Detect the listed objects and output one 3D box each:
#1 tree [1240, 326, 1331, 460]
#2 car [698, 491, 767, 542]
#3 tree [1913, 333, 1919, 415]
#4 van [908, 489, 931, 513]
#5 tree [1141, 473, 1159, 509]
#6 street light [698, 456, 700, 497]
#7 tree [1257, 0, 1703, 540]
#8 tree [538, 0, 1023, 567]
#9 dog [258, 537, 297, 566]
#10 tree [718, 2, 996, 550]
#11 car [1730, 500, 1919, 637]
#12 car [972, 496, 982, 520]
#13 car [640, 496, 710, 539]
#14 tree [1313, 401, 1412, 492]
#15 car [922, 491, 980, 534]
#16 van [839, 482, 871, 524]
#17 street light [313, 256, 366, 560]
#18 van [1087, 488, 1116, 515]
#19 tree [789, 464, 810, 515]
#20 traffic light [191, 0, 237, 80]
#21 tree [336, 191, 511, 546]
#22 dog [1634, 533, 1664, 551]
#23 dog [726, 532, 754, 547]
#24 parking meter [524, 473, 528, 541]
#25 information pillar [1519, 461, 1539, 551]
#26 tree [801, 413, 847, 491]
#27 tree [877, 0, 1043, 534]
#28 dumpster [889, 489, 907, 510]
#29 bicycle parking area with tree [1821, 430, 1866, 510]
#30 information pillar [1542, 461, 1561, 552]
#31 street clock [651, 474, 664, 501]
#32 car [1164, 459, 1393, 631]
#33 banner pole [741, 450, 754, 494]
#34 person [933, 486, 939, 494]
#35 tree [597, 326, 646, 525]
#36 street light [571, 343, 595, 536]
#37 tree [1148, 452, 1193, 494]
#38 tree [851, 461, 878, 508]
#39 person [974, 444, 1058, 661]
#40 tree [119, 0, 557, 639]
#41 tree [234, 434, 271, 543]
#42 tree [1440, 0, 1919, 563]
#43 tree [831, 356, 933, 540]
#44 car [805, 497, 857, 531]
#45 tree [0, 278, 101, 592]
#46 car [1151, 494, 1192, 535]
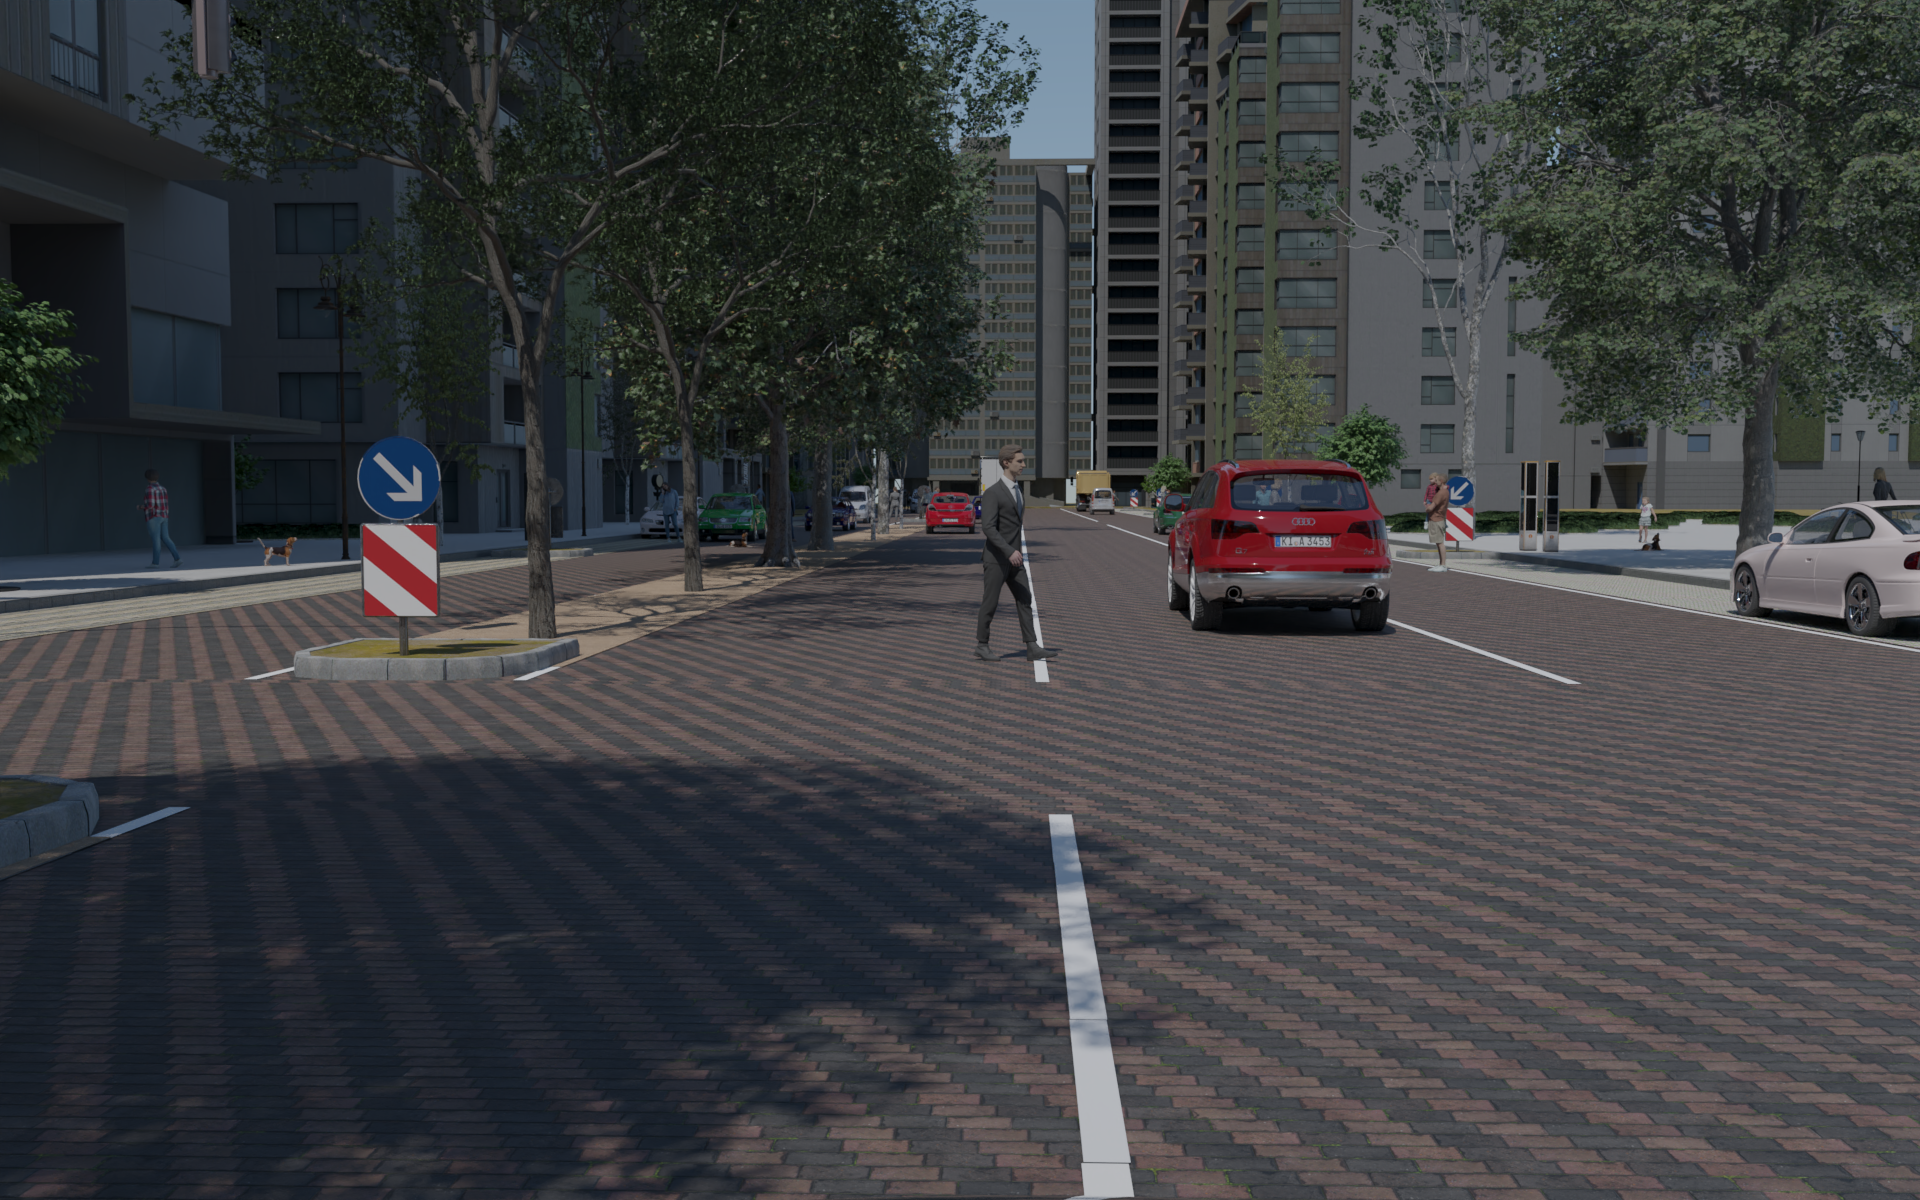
[{"bbox_3d":[14.305,-7.635,75.189,4.737,8.622,4.395,0,3,0],"label":"tree"},{"bbox_3d":[-7.036,-2.744,53.654,1.959,1.807,4.718,0,3,0],"label":"car"},{"bbox_3d":[31.584,-6.287,53.152,4.360,8.622,3.978,0,3,0],"label":"tree"},{"bbox_3d":[-2.907,-7.674,132.476,2.013,2.044,4.112,0,4,1],"label":"van"},{"bbox_3d":[17.272,-9.937,157.068,1.663,3.219,1.824,0,3,0],"label":"tree"},{"bbox_3d":[-10.798,-6.040,71.545,0.468,5.910,1.993,0,4,2],"label":"street light"},{"bbox_3d":[15.031,-11.843,49.523,12.611,20.169,13.585,0,3,0],"label":"tree"},{"bbox_3d":[-3.572,-7.004,33.989,9.611,12.733,9.660,0,3,0],"label":"tree"},{"bbox_3d":[-12.184,-0.863,30.944,0.406,0.507,0.540,2,4,28],"label":"dog"},{"bbox_3d":[-3.545,-8.236,43.770,9.857,13.997,8.962,0,3,0],"label":"tree"},{"bbox_3d":[9.954,-0.381,18.593,2.083,1.381,4.827,0,4,2],"label":"car"},{"bbox_3d":[1.260,-4.412,84.714,1.945,1.354,3.894,0,3,0],"label":"car"},{"bbox_3d":[-9.202,-2.714,56.743,2.083,1.381,4.827,0,4,2],"label":"car"},{"bbox_3d":[14.288,-4.725,60.971,4.285,4.588,4.351,0,3,0],"label":"tree"},{"bbox_3d":[-0.331,-3.336,63.589,2.155,1.783,4.494,0,4,0],"label":"car"},{"bbox_3d":[-5.211,-4.794,85.387,2.013,2.044,4.112,0,4,3],"label":"van"},{"bbox_3d":[-12.042,-3.730,33.775,0.468,5.910,1.993,0,4,2],"label":"street light"},{"bbox_3d":[9.853,-6.920,120.156,2.013,2.044,4.112,0,4,3],"label":"van"},{"bbox_3d":[-10.289,-6.863,106.808,1.663,3.219,1.824,0,3,0],"label":"tree"},{"bbox_3d":[-8.565,-2.446,14.653,4.771,5.953,1.251,0,4,2],"label":"traffic light"},{"bbox_3d":[-12.797,-5.610,42.081,4.737,8.622,4.395,0,3,0],"label":"tree"},{"bbox_3d":[15.592,-1.313,39.208,0.748,0.427,0.550,1,4,12],"label":"dog"},{"bbox_3d":[-5.943,-1.622,46.713,0.550,0.427,0.748,-3,5,-40],"label":"dog"},{"bbox_3d":[-11.896,-2.575,47.819,0.255,1.863,0.399,-1,4,-11],"label":"parking meter"},{"bbox_3d":[12.813,-2.112,39.021,0.304,2.012,0.304,0,4,-2],"label":"information pillar"},{"bbox_3d":[-9.463,-10.465,121.471,4.737,8.622,4.395,0,3,0],"label":"tree"},{"bbox_3d":[-3.898,-12.435,61.658,12.611,20.169,13.585,0,3,0],"label":"tree"},{"bbox_3d":[-5.781,-9.242,159.324,1.865,1.857,1.264,0,4,1],"label":"dumpster"},{"bbox_3d":[43.077,-5.534,77.490,8.231,4.147,9.016,2,4,28],"label":"bicycle parking area with tree"},{"bbox_3d":[13.063,-2.065,38.255,0.304,2.012,0.304,1,4,9],"label":"information pillar"},{"bbox_3d":[-11.085,-3.604,63.496,0.358,2.002,0.471,2,4,23],"label":"street clock"},{"bbox_3d":[3.513,-0.674,19.696,2.281,1.827,5.304,0,4,3],"label":"car"},{"bbox_3d":[-10.304,-5.775,84.443,0.863,3.779,0.401,-2,4,-34],"label":"banner pole"},{"bbox_3d":[-1.224,-4.794,86.898,0.654,1.822,0.581,-1,4,-19],"label":"person"},{"bbox_3d":[-13.878,-7.444,72.073,4.360,8.622,3.978,0,3,0],"label":"tree"},{"bbox_3d":[-11.434,-4.875,52.501,0.468,5.910,1.993,0,4,2],"label":"street light"},{"bbox_3d":[16.069,-9.049,131.671,4.285,4.588,4.351,0,3,0],"label":"tree"},{"bbox_3d":[-8.603,-10.977,163.192,4.285,4.588,4.351,0,3,0],"label":"tree"},{"bbox_3d":[0.458,-0.399,14.797,0.755,1.850,0.659,2,4,34],"label":"person"},{"bbox_3d":[-4.092,-4.910,17.153,8.767,10.594,7.601,0,4,2],"label":"tree"},{"bbox_3d":[-19.212,-3.119,45.605,1.663,3.219,1.824,0,3,0],"label":"tree"},{"bbox_3d":[13.377,-7.481,28.976,9.857,13.997,8.962,0,3,0],"label":"tree"},{"bbox_3d":[-2.685,-6.151,53.396,4.360,8.622,3.978,0,3,0],"label":"tree"},{"bbox_3d":[-5.101,-3.417,68.453,1.945,1.354,3.894,0,4,3],"label":"car"},{"bbox_3d":[-13.141,-2.389,22.770,4.285,4.588,4.351,0,3,0],"label":"tree"},{"bbox_3d":[7.946,-3.079,62.147,2.131,1.459,4.920,0,4,3],"label":"car"}]
